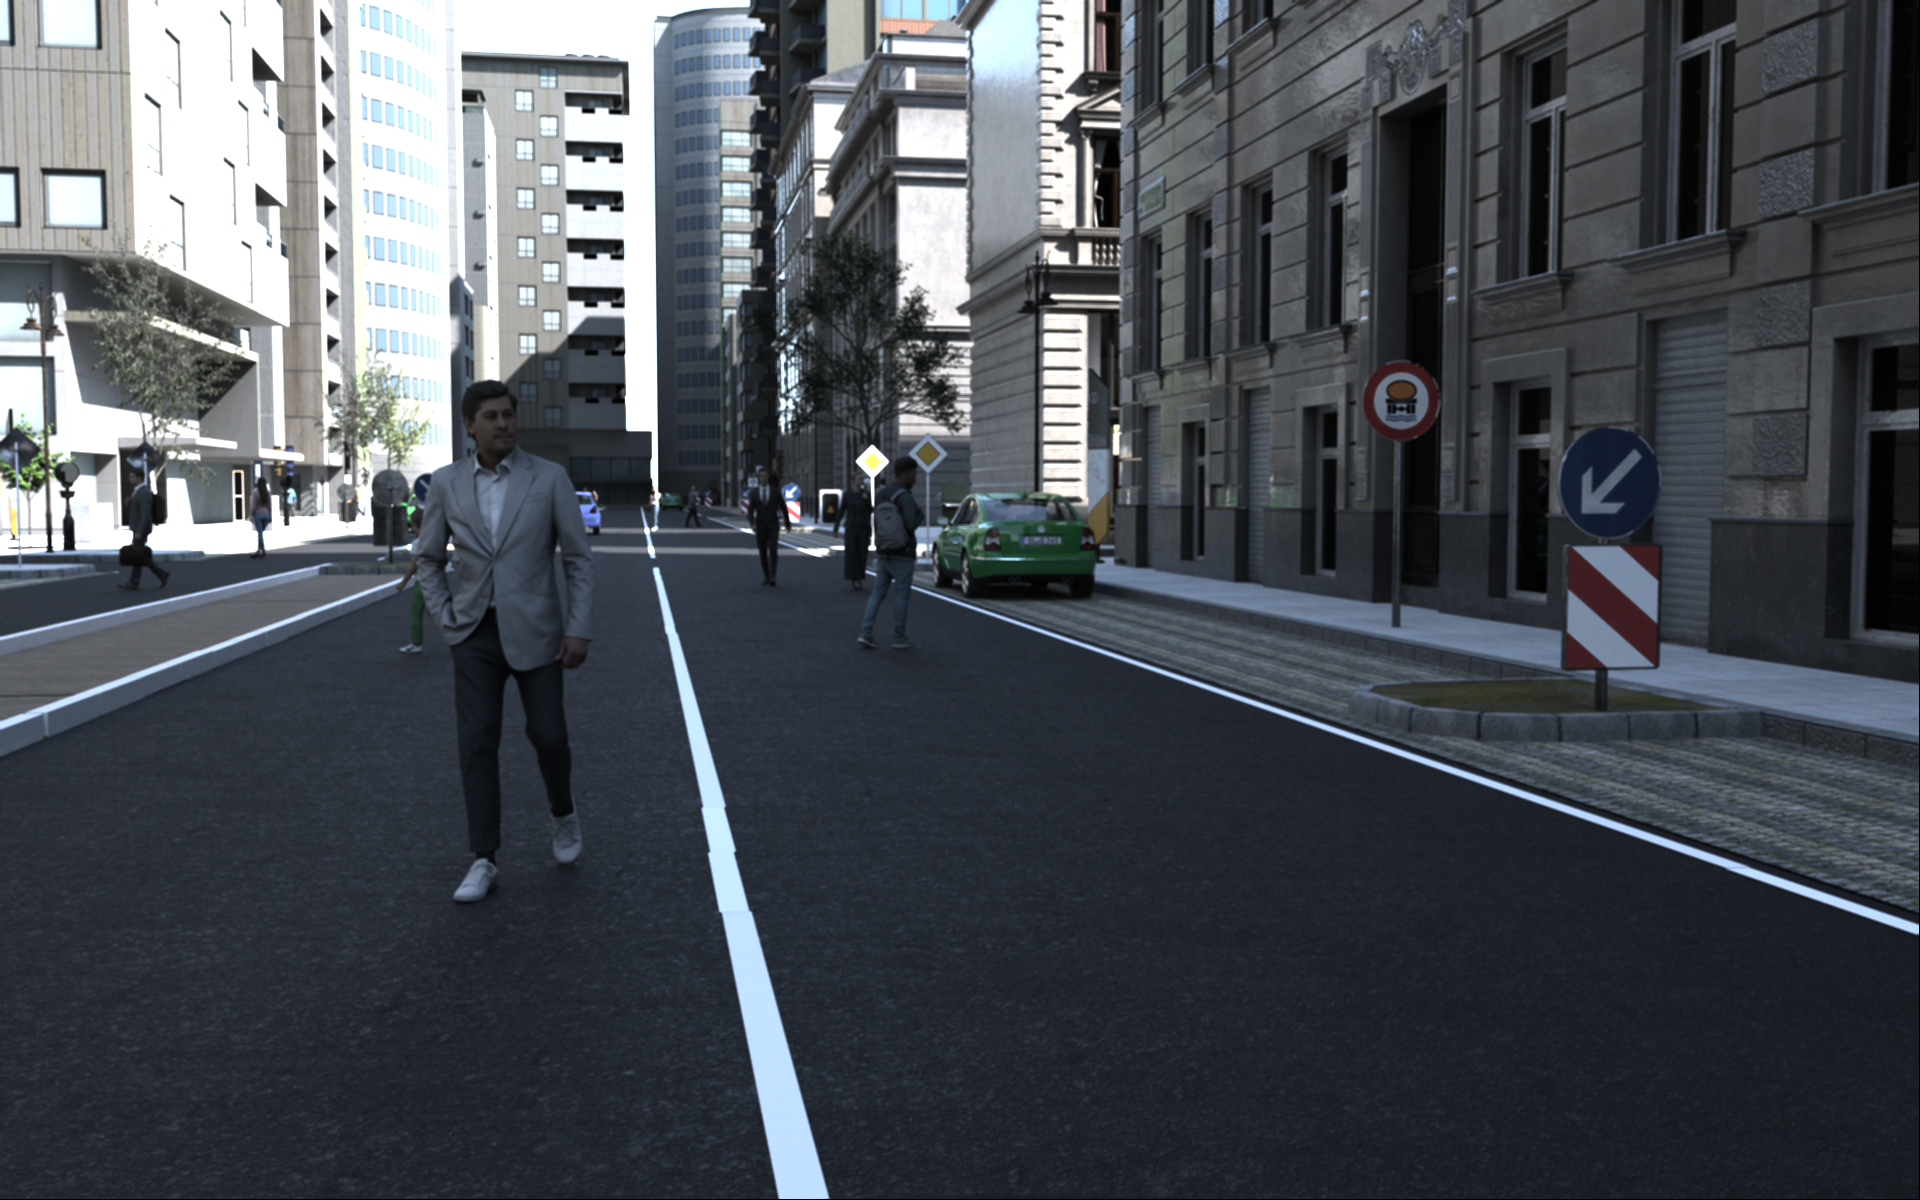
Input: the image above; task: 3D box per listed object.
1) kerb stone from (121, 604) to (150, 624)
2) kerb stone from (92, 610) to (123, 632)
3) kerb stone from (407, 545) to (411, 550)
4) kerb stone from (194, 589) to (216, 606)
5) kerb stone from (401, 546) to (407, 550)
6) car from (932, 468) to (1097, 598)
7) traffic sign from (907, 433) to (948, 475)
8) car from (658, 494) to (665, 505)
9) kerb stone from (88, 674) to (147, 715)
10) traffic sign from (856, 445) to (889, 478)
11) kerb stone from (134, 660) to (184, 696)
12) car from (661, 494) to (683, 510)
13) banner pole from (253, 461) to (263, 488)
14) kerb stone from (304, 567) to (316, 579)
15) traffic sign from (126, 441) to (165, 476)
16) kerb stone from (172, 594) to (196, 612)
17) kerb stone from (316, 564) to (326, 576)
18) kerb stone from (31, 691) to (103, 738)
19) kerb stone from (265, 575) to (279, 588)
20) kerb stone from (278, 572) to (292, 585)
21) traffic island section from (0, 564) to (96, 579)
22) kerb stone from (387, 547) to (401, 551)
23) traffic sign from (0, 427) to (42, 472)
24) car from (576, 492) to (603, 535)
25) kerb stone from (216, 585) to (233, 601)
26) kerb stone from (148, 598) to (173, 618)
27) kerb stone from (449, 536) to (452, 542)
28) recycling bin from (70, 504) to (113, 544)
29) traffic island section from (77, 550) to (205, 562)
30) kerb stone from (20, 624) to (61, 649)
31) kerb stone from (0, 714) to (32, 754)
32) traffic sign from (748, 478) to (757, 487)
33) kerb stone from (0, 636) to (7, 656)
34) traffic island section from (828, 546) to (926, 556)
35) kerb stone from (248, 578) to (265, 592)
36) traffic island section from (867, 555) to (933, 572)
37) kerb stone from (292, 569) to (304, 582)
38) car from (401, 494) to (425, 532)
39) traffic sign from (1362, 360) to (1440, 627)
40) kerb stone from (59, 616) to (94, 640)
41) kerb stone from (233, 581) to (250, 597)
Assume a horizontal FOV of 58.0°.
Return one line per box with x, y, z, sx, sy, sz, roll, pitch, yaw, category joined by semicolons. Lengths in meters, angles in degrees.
-9.271;0.176;19.326;0.120;0.150;1.000;-1;4;-10;kerb stone
-9.082;0.238;18.303;0.120;0.150;1.000;-1;4;-10;kerb stone
-13.491;-1.214;42.050;0.120;0.150;1.000;-1;4;-10;kerb stone
-9.822;-0.009;22.350;0.120;0.150;1.000;-1;4;-10;kerb stone
-13.304;-1.146;41.038;0.120;0.150;1.000;-1;4;-10;kerb stone
0.710;-1.001;25.168;1.959;1.807;4.718;-1;4;-9;car
-0.590;-1.889;33.077;0.795;2.593;0.064;-1;4;-10;traffic sign
-32.084;-10.936;187.601;1.959;1.807;4.718;-1;4;-9;car
-5.704;0.645;11.672;0.120;0.150;1.000;-1;4;-10;kerb stone
-2.048;-2.369;40.929;0.795;2.593;0.064;-1;4;-10;traffic sign
-5.896;0.583;12.675;0.120;0.150;1.000;-1;4;-10;kerb stone
-25.608;-8.893;154.194;1.959;1.807;4.718;-1;4;-11;car
-35.327;-5.918;86.776;0.863;3.779;0.401;-3;5;-39;banner pole
-11.137;-0.441;29.400;0.120;0.150;1.000;-1;4;-10;kerb stone
-17.876;-2.191;38.021;0.795;2.593;0.064;-1;4;-10;traffic sign
-9.639;0.052;21.338;0.120;0.150;1.000;-1;4;-10;kerb stone
-11.324;-0.496;30.405;0.120;0.150;1.000;-1;4;-10;kerb stone
-5.515;0.705;10.667;0.120;0.150;1.000;-1;4;-10;kerb stone
-10.580;-0.256;26.380;0.120;0.150;1.000;-1;4;-10;kerb stone
-10.768;-0.317;27.384;0.120;0.150;1.000;-1;4;-10;kerb stone
-16.440;-0.486;30.233;2.009;0.180;2.903;-1;4;-10;traffic island section
-13.111;-1.091;40.034;0.120;0.150;1.000;-1;4;-10;kerb stone
-16.418;-1.711;30.170;0.795;2.593;0.064;-1;4;-10;traffic sign
-13.815;-3.222;62.267;1.945;1.707;3.694;-1;4;-11;car
-10.019;-0.067;23.363;0.120;0.150;1.000;-1;4;-10;kerb stone
-9.460;0.115;20.330;0.120;0.150;1.000;-1;4;-10;kerb stone
-15.551;-1.892;53.137;0.120;0.150;1.000;-1;4;-10;kerb stone
-22.565;-1.985;45.003;0.722;1.027;0.722;1;4;16;recycling bin
-17.898;-0.967;38.084;2.009;0.180;2.903;-1;4;-10;traffic island section
-8.706;0.364;16.288;0.120;0.150;1.000;-1;4;-10;kerb stone
-5.340;0.772;9.654;0.120;0.150;1.000;-1;4;-10;kerb stone
-12.975;-6.511;108.586;0.606;2.300;0.079;0;4;-2;traffic sign
-8.517;0.426;15.284;0.120;0.150;1.000;-1;4;-10;kerb stone
-2.026;-1.146;41.016;2.009;0.180;2.903;-1;4;-10;traffic island section
-10.391;-0.195;25.376;0.120;0.150;1.000;-1;4;-10;kerb stone
-0.568;-0.666;33.164;2.009;0.180;2.903;-1;4;-10;traffic island section
-10.947;-0.379;28.391;0.120;0.150;1.000;-1;4;-10;kerb stone
-19.769;-3.418;64.673;1.959;1.807;4.718;-1;4;-9;car
4.203;-1.010;16.617;0.768;2.556;0.104;0;4;-6;traffic sign
-8.892;0.300;17.298;0.120;0.150;1.000;-1;4;-10;kerb stone
-10.207;-0.130;24.370;0.120;0.150;1.000;-1;4;-10;kerb stone
